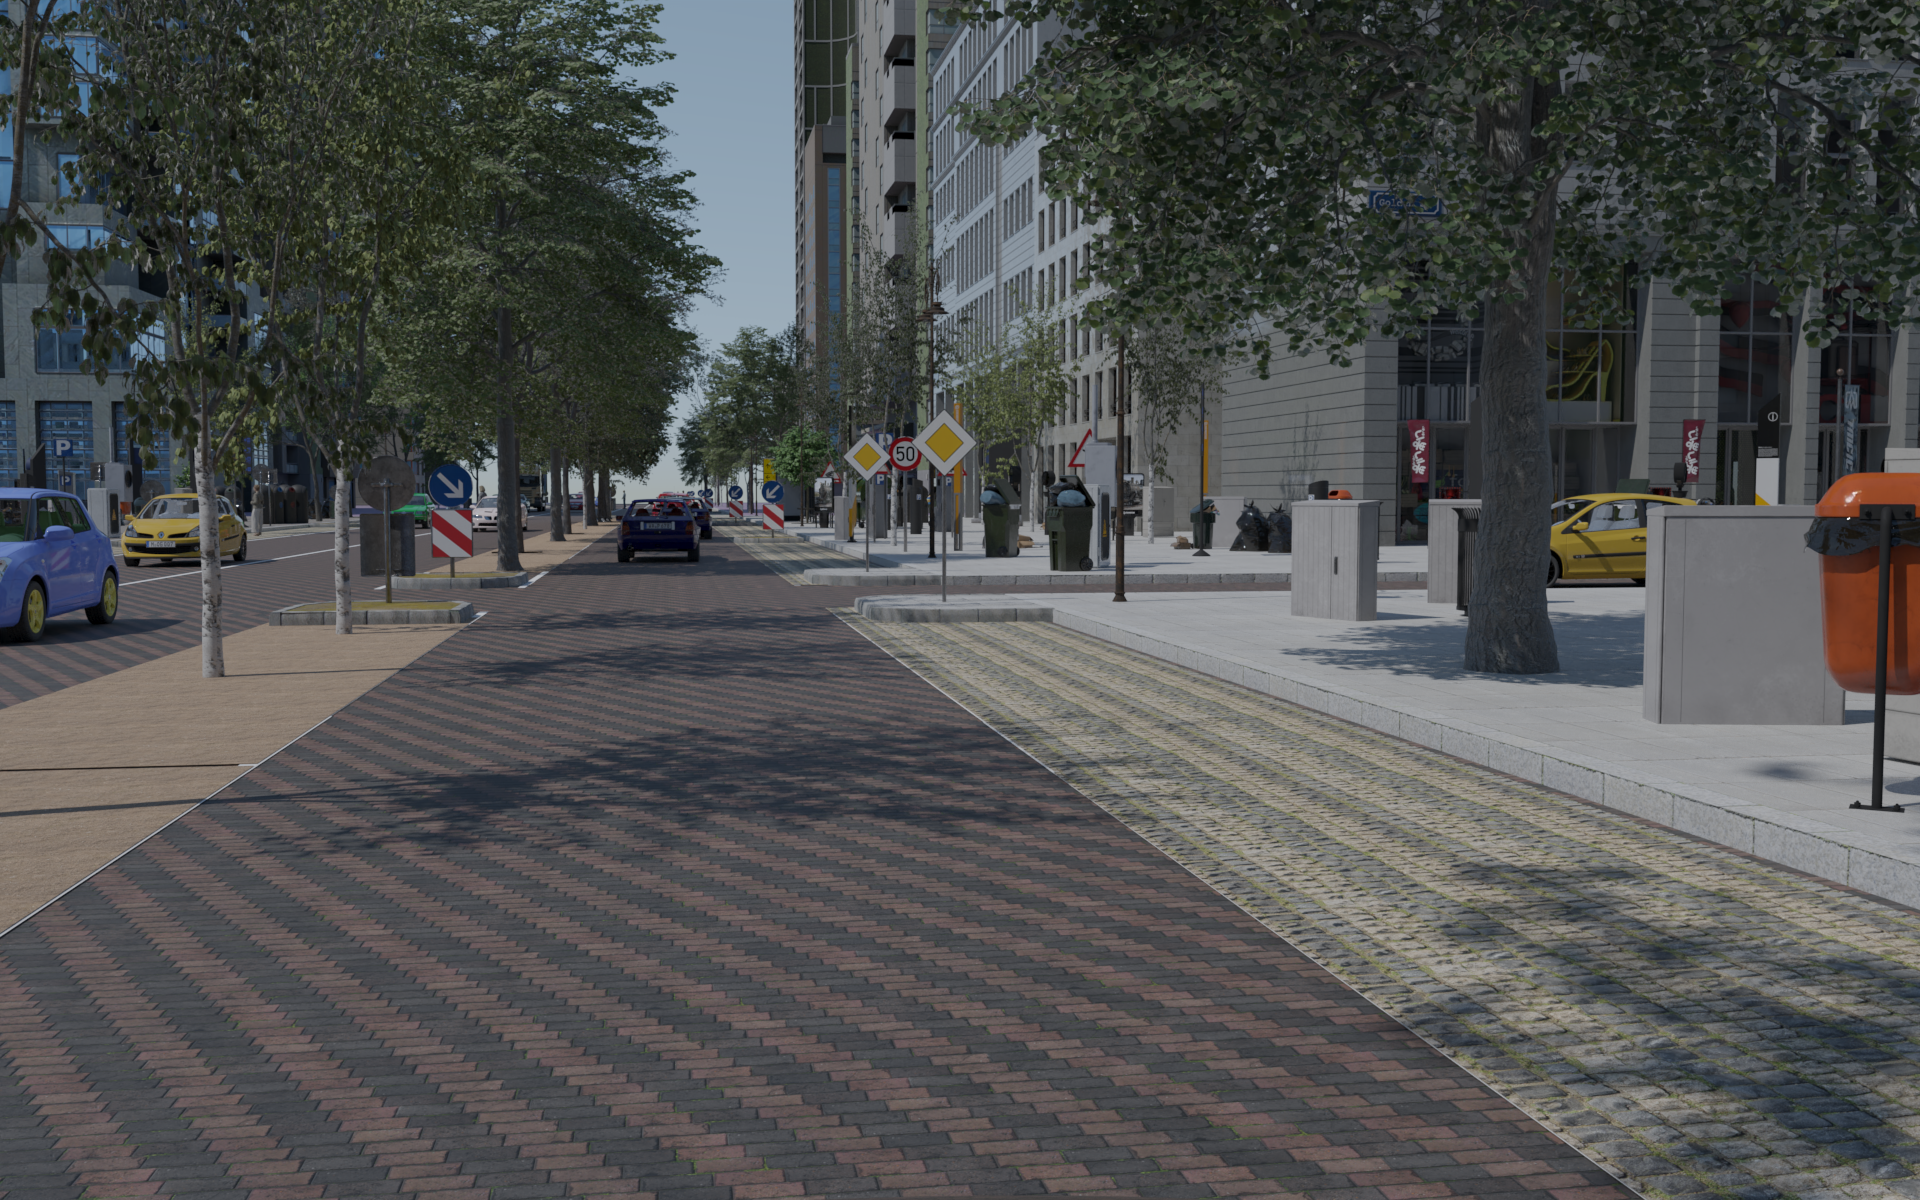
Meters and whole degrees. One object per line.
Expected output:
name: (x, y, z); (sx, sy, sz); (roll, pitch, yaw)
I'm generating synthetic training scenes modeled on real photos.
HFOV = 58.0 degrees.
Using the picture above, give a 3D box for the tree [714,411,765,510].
tree: (-16.477, -11.289, 134.939); (4.737, 8.622, 4.395); (0, 3, 0)

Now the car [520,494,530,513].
car: (-33.590, -7.294, 131.053); (2.131, 1.459, 4.920); (-1, 4, -9)

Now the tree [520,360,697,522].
tree: (-18.222, -10.301, 87.885); (9.611, 12.733, 9.660); (0, 3, 0)

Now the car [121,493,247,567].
car: (-15.902, -1.551, 35.577); (2.015, 1.641, 3.980); (-1, 4, -11)

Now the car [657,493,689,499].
car: (-12.347, -4.012, 74.632); (2.155, 1.783, 4.494); (-1, 4, -11)

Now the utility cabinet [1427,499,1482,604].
utility cabinet: (6.024, -0.561, 20.330); (1.020, 1.237, 0.306); (1, 4, 15)

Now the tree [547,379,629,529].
tree: (-15.100, -7.140, 69.551); (4.360, 8.622, 3.978); (0, 3, 0)

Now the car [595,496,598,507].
car: (-40.479, -11.438, 196.602); (1.945, 1.707, 3.694); (0, 4, -8)

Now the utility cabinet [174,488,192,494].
utility cabinet: (-28.613, -3.377, 63.888); (0.318, 1.500, 1.173); (0, 4, -8)

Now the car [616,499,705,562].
car: (-6.559, -1.547, 37.878); (1.945, 1.354, 3.894); (-1, 4, -8)

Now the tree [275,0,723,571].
tree: (-8.229, -6.781, 31.448); (7.486, 12.596, 7.792); (0, 3, 0)

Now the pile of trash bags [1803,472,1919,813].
pile of trash bags: (5.070, 0.198, 6.517); (3.447, 1.369, 1.912); (2, 4, 30)

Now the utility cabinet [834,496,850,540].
utility cabinet: (-3.313, -2.306, 48.857); (0.306, 1.237, 1.020); (0, 4, 5)

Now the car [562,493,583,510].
car: (-29.807, -7.681, 134.623); (2.155, 1.783, 4.494); (-1, 4, -9)

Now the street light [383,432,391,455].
street light: (-33.414, -7.833, 100.861); (0.468, 5.910, 1.993); (-1, 4, -10)

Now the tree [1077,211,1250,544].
tree: (5.164, -5.755, 44.451); (4.360, 8.622, 3.978); (0, 3, 0)

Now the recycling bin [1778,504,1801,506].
recycling bin: (19.712, -1.785, 41.743); (0.722, 1.027, 0.722); (-2, 4, -29)

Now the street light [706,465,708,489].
street light: (-32.940, -15.483, 225.941); (0.468, 5.910, 1.993); (-1, 4, -10)

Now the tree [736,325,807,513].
tree: (-13.658, -12.125, 116.373); (7.486, 12.596, 7.792); (0, 3, 0)

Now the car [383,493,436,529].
car: (-23.063, -3.908, 72.686); (1.959, 1.807, 4.718); (-1, 4, -11)

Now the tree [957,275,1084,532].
tree: (2.370, -6.615, 58.525); (4.737, 8.622, 4.395); (0, 3, 0)

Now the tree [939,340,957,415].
tree: (1.198, -7.436, 71.943); (4.737, 8.622, 4.395); (0, 3, 0)

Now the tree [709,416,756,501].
tree: (-19.248, -12.043, 147.259); (4.360, 8.622, 3.978); (0, 3, 0)

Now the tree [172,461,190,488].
tree: (-41.530, -6.030, 93.197); (1.663, 3.219, 1.824); (0, 3, 0)

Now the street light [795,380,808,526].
street light: (-6.266, -5.858, 68.563); (0.468, 5.910, 1.993); (-1, 4, -10)

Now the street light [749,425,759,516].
street light: (-13.163, -8.344, 109.217); (0.468, 5.910, 1.993); (-1, 4, -10)

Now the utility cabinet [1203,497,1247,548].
utility cabinet: (6.387, -1.869, 41.727); (1.020, 1.237, 0.306); (2, 4, 24)

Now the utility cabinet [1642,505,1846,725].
utility cabinet: (4.408, 0.087, 9.734); (1.020, 1.237, 0.306); (0, 4, 3)

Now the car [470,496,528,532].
car: (-17.776, -3.333, 66.858); (2.083, 1.381, 4.827); (-1, 4, -9)

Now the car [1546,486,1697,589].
car: (9.721, -1.013, 26.792); (3.980, 1.641, 2.015); (-1, 4, -9)

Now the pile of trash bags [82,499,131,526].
pile of trash bags: (-34.671, -3.686, 70.019); (1.912, 1.369, 3.447); (1, 4, 8)

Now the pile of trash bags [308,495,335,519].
pile of trash bags: (-33.676, -4.866, 89.319); (3.447, 1.369, 1.912); (-2, 4, -30)

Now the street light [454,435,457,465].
street light: (-39.179, -9.899, 134.637); (0.468, 5.910, 1.993); (-1, 4, -10)

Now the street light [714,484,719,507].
street light: (-27.098, -13.381, 191.563); (0.468, 5.910, 1.993); (-1, 4, -10)

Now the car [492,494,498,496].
car: (-28.905, -5.974, 109.473); (2.131, 1.459, 4.920); (-1, 4, -10)

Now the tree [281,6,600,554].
tree: (-10.766, -7.876, 41.602); (12.009, 13.543, 11.850); (0, 3, 0)

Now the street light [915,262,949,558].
street light: (-0.561, -3.784, 34.662); (0.468, 5.910, 1.993); (-1, 4, -10)

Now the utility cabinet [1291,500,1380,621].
utility cabinet: (3.856, -0.412, 17.896); (0.306, 1.237, 1.020); (-2, 4, -30)

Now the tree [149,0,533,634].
tree: (-6.351, -3.962, 17.604); (4.737, 8.622, 4.395); (0, 3, 0)

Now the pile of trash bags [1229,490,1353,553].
pile of trash bags: (7.470, -1.731, 38.056); (1.912, 1.369, 3.447); (-2, 4, -26)

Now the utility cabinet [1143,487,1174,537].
utility cabinet: (5.868, -2.595, 51.109); (0.318, 1.500, 1.173); (3, 5, 42)

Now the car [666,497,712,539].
car: (-9.000, -2.673, 56.283); (1.945, 1.354, 3.894); (-1, 4, -11)

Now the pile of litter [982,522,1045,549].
pile of litter: (1.243, -1.664, 41.168); (1.719, 0.858, 1.176); (-1, 4, -23)

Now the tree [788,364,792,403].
tree: (-3.834, -6.541, 57.306); (4.360, 8.622, 3.978); (0, 3, 0)

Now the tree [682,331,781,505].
tree: (-26.792, -21.038, 199.866); (12.611, 20.169, 13.585); (0, 3, 0)

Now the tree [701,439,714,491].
tree: (-25.631, -14.412, 185.993); (4.737, 8.622, 4.395); (0, 3, 0)

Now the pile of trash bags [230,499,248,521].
pile of trash bags: (-34.955, -4.338, 80.681); (3.447, 1.369, 1.912); (1, 4, 14)

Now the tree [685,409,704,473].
tree: (-21.817, -13.974, 162.890); (8.767, 10.594, 7.601); (0, 4, -1)

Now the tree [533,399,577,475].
tree: (-16.618, -10.298, 77.482); (9.857, 13.997, 8.962); (0, 3, 0)

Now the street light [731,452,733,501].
street light: (-18.870, -10.408, 142.960); (0.468, 5.910, 1.993); (-1, 4, -10)

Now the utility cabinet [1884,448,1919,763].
utility cabinet: (5.042, 0.019, 8.360); (1.173, 1.500, 0.318); (-1, 4, -16)

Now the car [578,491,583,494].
car: (-50.270, -13.636, 231.617); (2.281, 1.827, 5.304); (-1, 4, -10)

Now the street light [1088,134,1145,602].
street light: (1.906, -2.917, 20.482); (0.468, 5.910, 1.993); (-1, 4, -10)

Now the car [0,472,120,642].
car: (-9.982, -0.498, 17.735); (1.945, 1.707, 3.694); (-1, 4, -10)

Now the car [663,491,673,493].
car: (-40.756, -14.252, 241.687); (2.281, 1.827, 5.304); (-1, 4, -11)

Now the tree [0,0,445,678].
tree: (-5.759, -3.681, 12.998); (4.360, 8.622, 3.978); (0, 3, 0)
